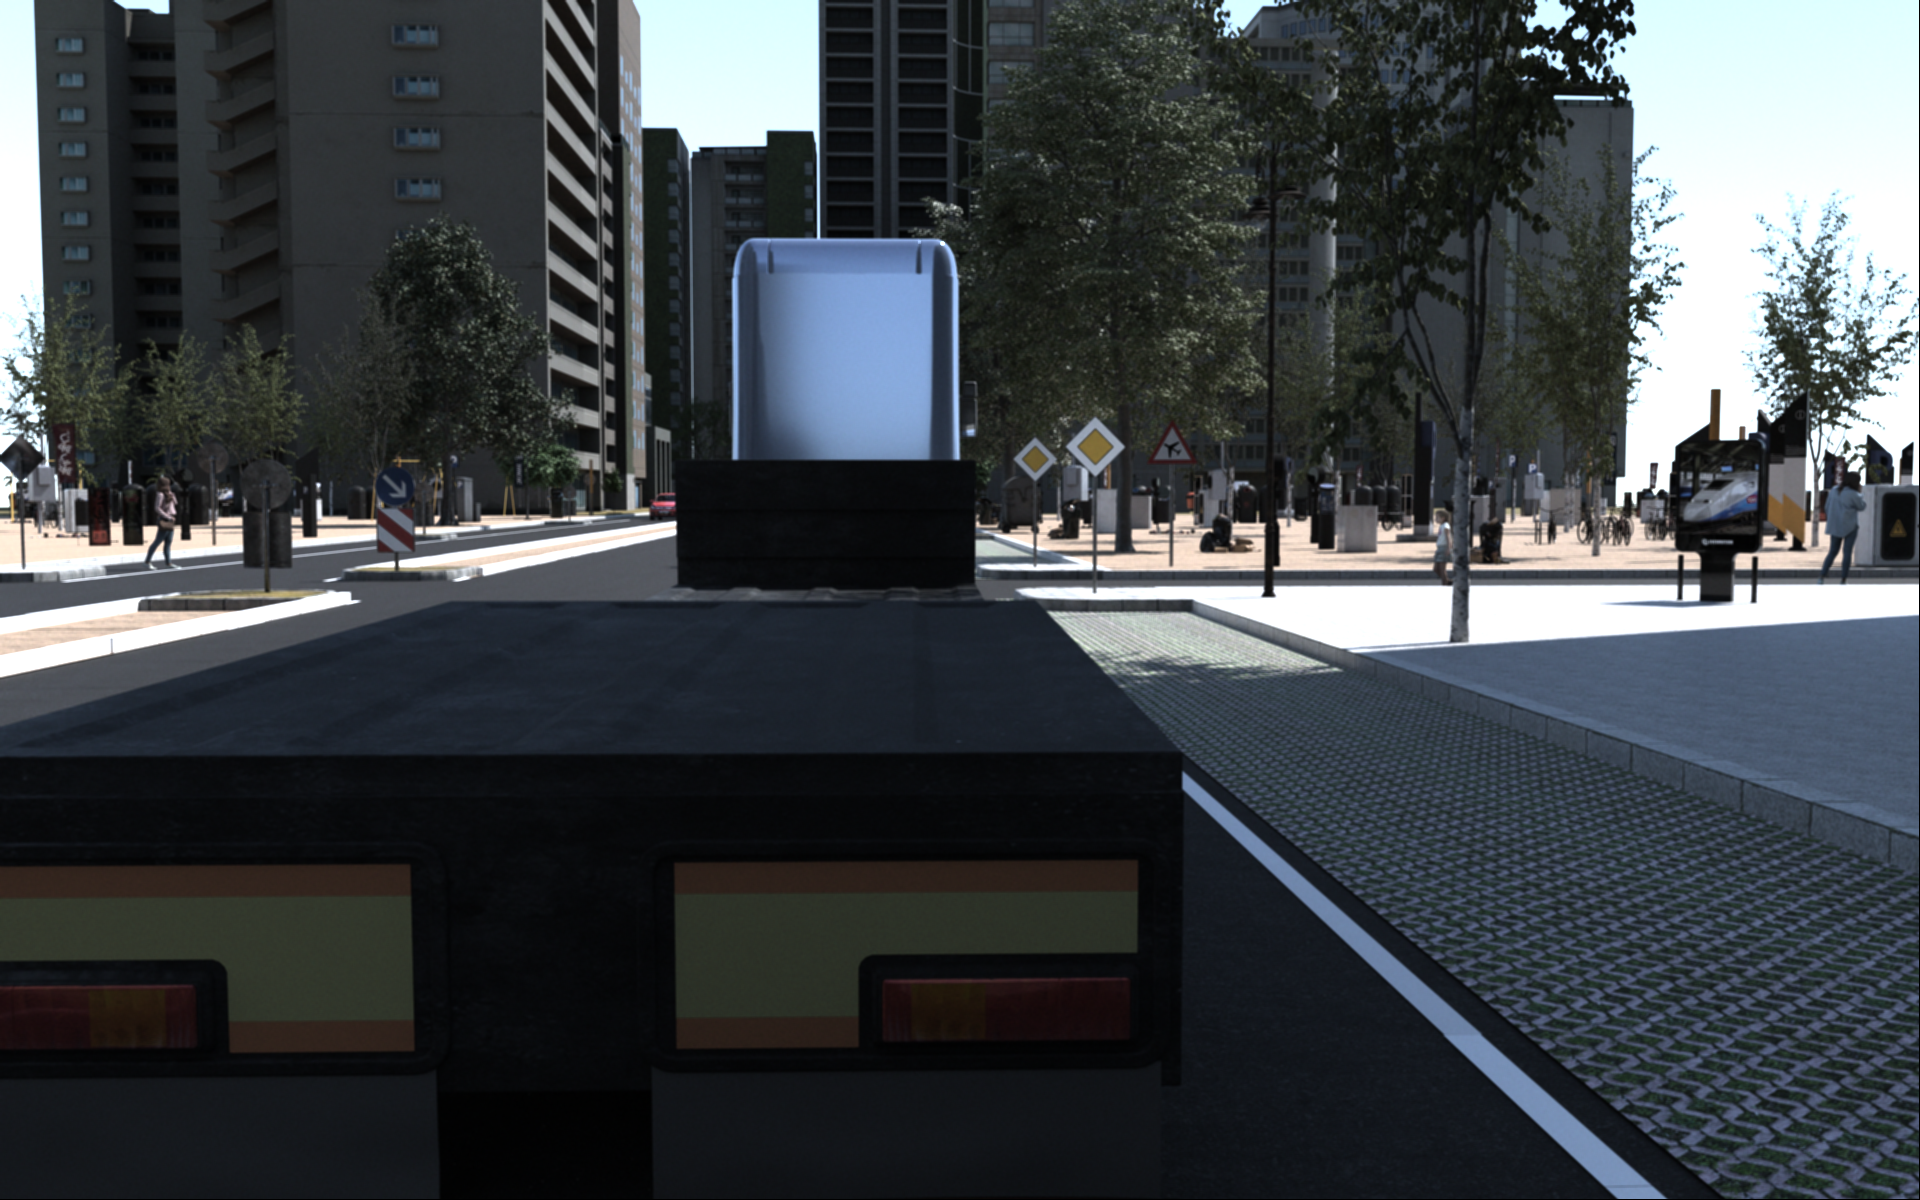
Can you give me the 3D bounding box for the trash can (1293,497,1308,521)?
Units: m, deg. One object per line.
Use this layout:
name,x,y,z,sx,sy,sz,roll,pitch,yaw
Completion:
trash can,16.322,-4.361,82.960,0.748,1.137,0.748,0,3,0

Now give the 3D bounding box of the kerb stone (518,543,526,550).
kerb stone,-11.268,-1.333,44.071,0.120,0.150,1.000,0,4,-3

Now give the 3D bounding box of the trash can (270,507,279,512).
trash can,-31.697,-4.171,79.844,0.748,1.137,0.748,0,3,0

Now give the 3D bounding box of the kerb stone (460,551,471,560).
kerb stone,-10.934,-0.962,37.924,0.120,0.150,1.000,0,4,-3

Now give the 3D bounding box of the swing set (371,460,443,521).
swing set,-25.800,-5.079,80.666,3.119,2.851,2.862,-2,4,-30

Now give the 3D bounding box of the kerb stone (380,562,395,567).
kerb stone,-10.603,-0.586,31.781,0.120,0.150,1.000,0,4,-3

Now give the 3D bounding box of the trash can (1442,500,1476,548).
trash can,11.128,-1.649,38.616,0.748,1.137,0.748,0,3,0

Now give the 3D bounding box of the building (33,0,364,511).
building,-71.042,-33.013,163.461,21.600,48.544,21.300,0,4,-3

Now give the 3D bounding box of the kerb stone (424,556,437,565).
kerb stone,-10.764,-0.774,34.855,0.120,0.150,1.000,0,4,-3

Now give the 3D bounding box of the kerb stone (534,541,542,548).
kerb stone,-11.360,-1.463,46.118,0.120,0.150,1.000,0,4,-3

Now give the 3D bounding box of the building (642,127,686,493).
building,-37.978,-31.351,196.188,14.086,41.232,14.154,0,4,-3

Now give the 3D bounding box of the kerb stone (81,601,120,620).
kerb stone,-9.989,0.137,19.959,0.120,0.150,1.000,0,4,-3

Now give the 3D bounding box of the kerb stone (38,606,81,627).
kerb stone,-9.929,0.199,18.939,0.120,0.150,1.000,0,4,-3

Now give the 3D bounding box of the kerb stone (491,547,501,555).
kerb stone,-11.099,-1.148,40.990,0.120,0.150,1.000,0,4,-3

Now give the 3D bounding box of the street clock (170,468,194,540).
street clock,-21.569,-2.669,48.201,0.358,2.002,0.471,3,4,36

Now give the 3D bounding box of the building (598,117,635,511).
building,-33.063,-22.079,132.695,14.160,30.474,14.107,0,4,-3

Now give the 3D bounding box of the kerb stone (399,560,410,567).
kerb stone,-10.662,-0.649,32.806,0.120,0.150,1.000,0,4,-3

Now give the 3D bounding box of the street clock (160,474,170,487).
street clock,-28.410,-3.511,61.971,0.358,2.002,0.471,-3,5,-41

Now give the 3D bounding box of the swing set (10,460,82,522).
swing set,-42.265,-5.030,79.866,3.119,2.851,2.862,-2,4,-28

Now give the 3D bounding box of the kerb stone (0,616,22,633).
kerb stone,-9.864,0.269,17.916,0.120,0.150,1.000,0,4,-3

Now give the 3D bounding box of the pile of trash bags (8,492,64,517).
pile of trash bags,-51.290,-5.257,95.700,3.447,1.369,1.912,1,4,22

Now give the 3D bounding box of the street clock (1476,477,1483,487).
street clock,22.554,-4.335,75.446,0.358,2.002,0.471,-1,4,-18

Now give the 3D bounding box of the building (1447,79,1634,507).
building,57.853,-30.035,174.660,14.086,41.232,14.154,0,4,-3

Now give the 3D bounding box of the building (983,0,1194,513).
building,8.518,-26.895,123.333,14.154,41.232,14.086,0,4,-3

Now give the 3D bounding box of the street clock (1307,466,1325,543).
street clock,9.267,-2.479,45.099,0.358,2.002,0.471,-2,4,-27

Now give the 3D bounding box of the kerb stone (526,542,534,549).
kerb stone,-11.313,-1.400,45.092,0.120,0.150,1.000,0,4,-3

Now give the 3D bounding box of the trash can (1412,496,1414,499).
trash can,27.529,-5.695,104.763,0.748,1.137,0.748,0,3,0

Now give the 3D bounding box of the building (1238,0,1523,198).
building,47.944,-40.464,203.584,28.212,58.520,21.231,0,4,-3

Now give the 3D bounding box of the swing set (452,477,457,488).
swing set,-30.855,-6.427,102.699,2.862,2.851,3.119,0,4,2

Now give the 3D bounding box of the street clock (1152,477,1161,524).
street clock,8.346,-4.226,73.671,0.358,2.002,0.471,2,4,27

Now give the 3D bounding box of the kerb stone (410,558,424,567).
kerb stone,-10.715,-0.711,33.827,0.120,0.150,1.000,0,4,-3

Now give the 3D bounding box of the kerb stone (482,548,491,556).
kerb stone,-11.043,-1.086,39.966,0.120,0.150,1.000,0,4,-3

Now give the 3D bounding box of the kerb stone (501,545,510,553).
kerb stone,-11.150,-1.212,42.014,0.120,0.150,1.000,0,4,-3

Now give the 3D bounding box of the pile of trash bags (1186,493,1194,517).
pile of trash bags,14.564,-5.489,99.497,3.447,1.369,1.912,-1,4,-19

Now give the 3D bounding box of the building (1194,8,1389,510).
building,16.011,-27.579,142.791,32.217,40.220,23.993,0,4,-3

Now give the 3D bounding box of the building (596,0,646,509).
building,-34.636,-30.357,146.455,14.600,45.320,14.200,0,4,-3

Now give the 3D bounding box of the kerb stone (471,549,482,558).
kerb stone,-10.978,-1.022,38.945,0.120,0.150,1.000,0,4,-3

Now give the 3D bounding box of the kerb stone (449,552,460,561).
kerb stone,-10.877,-0.899,36.896,0.120,0.150,1.000,0,4,-3

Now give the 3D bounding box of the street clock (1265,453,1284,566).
street clock,5.576,-1.601,30.748,0.358,2.002,0.471,0,4,-2

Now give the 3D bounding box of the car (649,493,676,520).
car,-16.089,-5.325,96.097,2.155,1.783,4.494,0,4,-1

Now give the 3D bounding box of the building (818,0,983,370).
building,-5.741,-46.617,200.433,20.611,71.187,20.563,0,4,-3

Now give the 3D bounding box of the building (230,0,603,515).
building,-36.104,-29.965,113.636,21.300,48.544,21.600,0,4,-3

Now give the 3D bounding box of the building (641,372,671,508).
building,-44.389,-51.976,162.472,31.000,86.520,22.319,0,4,-3

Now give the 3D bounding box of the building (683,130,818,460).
building,-23.246,-31.442,197.669,14.086,41.232,14.154,0,4,-3

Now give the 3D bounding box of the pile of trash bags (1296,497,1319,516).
pile of trash bags,19.742,-5.634,101.868,3.447,1.369,1.912,-2,4,-33

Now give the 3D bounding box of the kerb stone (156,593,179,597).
kerb stone,-10.081,0.016,22.006,0.120,0.150,1.000,0,4,-3

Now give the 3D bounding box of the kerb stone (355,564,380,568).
kerb stone,-10.554,-0.520,30.758,0.120,0.150,1.000,0,4,-3

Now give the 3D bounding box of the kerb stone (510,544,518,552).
kerb stone,-11.201,-1.275,43.048,0.120,0.150,1.000,0,4,-3

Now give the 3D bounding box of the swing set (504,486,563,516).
swing set,-25.085,-6.342,101.308,3.119,2.851,2.862,0,4,-2

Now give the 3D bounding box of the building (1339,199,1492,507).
building,43.803,-24.560,173.251,14.107,30.474,14.160,0,4,-3

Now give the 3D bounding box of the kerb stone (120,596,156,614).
kerb stone,-10.037,0.074,20.981,0.120,0.150,1.000,0,4,-3

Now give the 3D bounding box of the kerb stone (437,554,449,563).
kerb stone,-10.823,-0.830,35.876,0.120,0.150,1.000,0,4,-3

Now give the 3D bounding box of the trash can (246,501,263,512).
trash can,-32.045,-4.092,78.552,0.748,1.137,0.748,0,3,0

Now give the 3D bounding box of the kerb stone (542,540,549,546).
kerb stone,-11.419,-1.526,47.138,0.120,0.150,1.000,0,4,-3

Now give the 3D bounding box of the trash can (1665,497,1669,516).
trash can,41.397,-5.454,100.820,0.748,1.137,0.748,0,3,0
